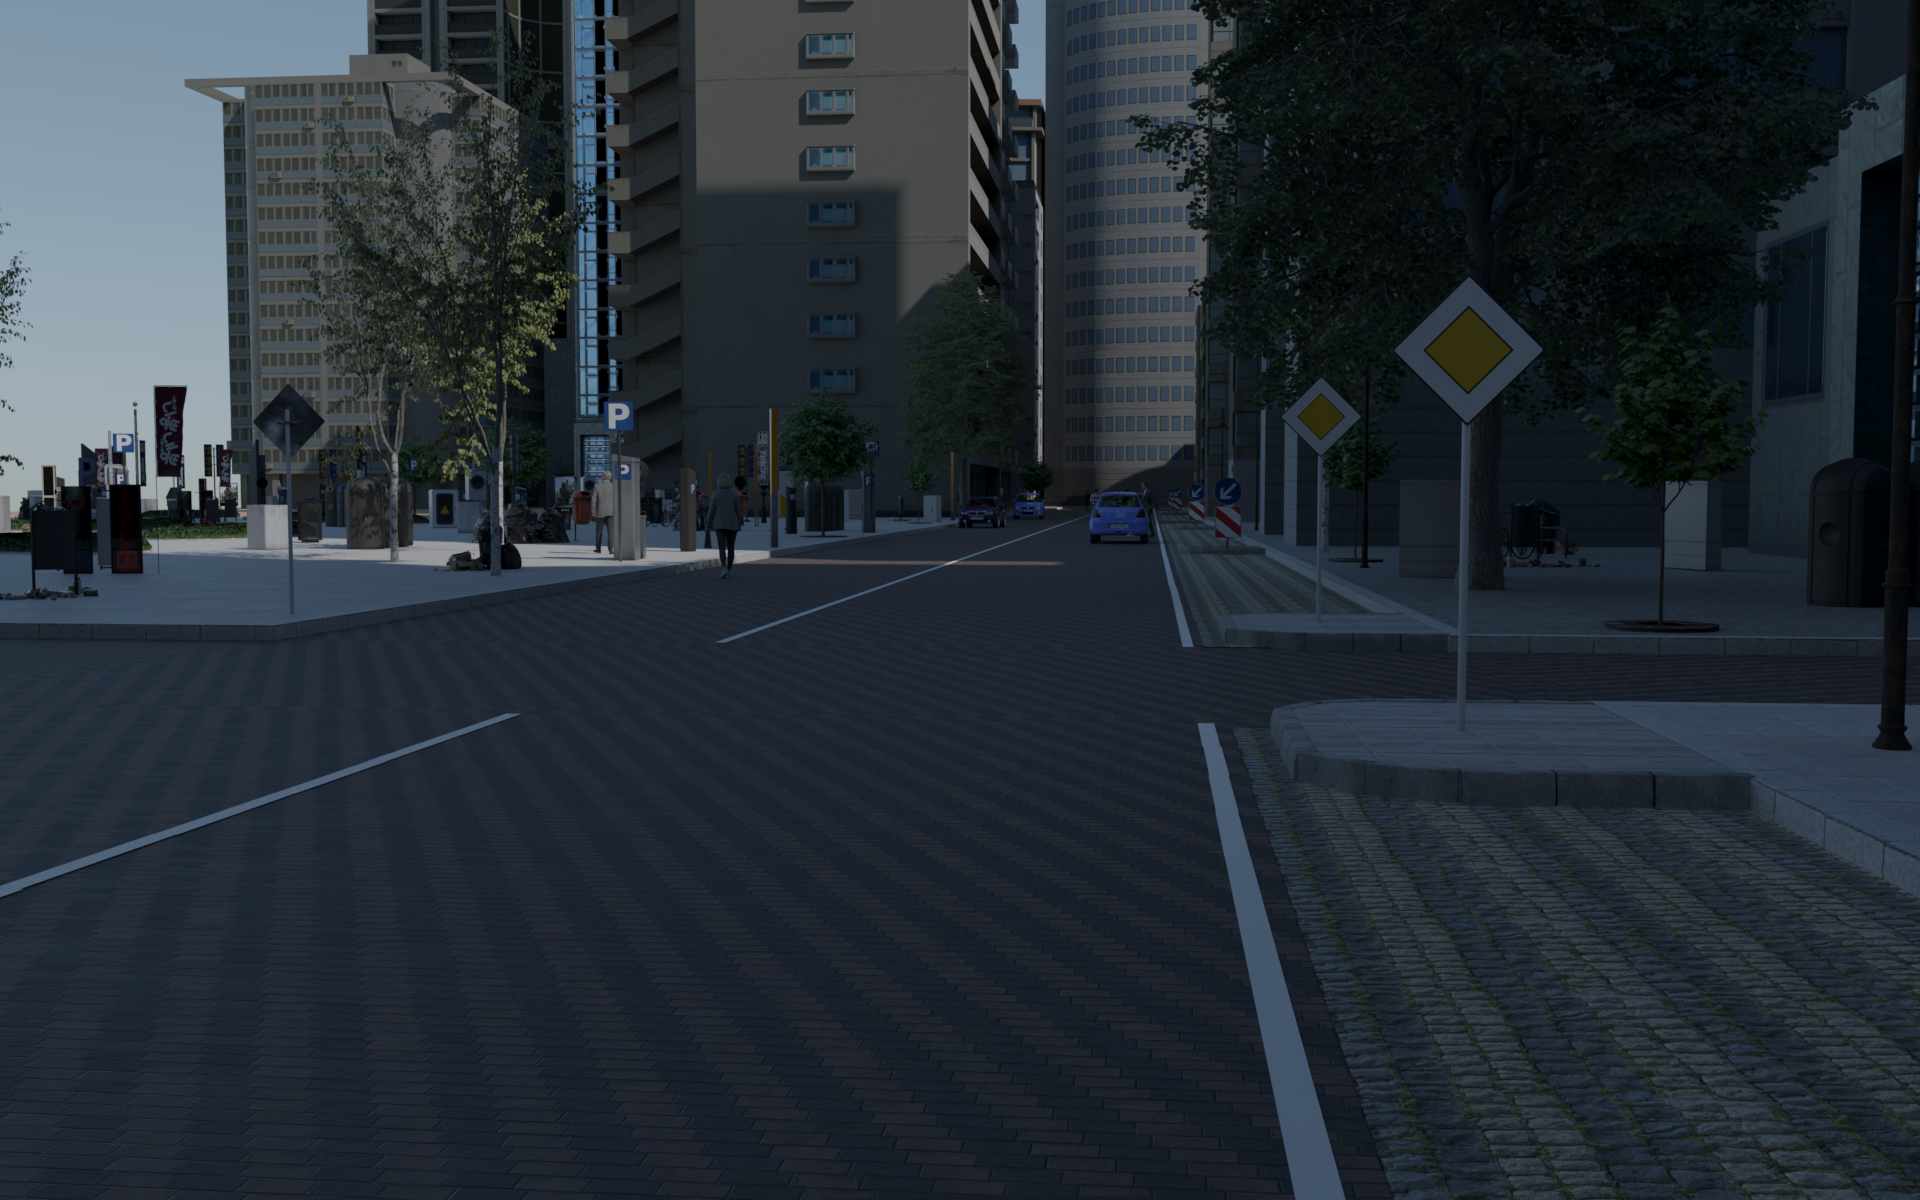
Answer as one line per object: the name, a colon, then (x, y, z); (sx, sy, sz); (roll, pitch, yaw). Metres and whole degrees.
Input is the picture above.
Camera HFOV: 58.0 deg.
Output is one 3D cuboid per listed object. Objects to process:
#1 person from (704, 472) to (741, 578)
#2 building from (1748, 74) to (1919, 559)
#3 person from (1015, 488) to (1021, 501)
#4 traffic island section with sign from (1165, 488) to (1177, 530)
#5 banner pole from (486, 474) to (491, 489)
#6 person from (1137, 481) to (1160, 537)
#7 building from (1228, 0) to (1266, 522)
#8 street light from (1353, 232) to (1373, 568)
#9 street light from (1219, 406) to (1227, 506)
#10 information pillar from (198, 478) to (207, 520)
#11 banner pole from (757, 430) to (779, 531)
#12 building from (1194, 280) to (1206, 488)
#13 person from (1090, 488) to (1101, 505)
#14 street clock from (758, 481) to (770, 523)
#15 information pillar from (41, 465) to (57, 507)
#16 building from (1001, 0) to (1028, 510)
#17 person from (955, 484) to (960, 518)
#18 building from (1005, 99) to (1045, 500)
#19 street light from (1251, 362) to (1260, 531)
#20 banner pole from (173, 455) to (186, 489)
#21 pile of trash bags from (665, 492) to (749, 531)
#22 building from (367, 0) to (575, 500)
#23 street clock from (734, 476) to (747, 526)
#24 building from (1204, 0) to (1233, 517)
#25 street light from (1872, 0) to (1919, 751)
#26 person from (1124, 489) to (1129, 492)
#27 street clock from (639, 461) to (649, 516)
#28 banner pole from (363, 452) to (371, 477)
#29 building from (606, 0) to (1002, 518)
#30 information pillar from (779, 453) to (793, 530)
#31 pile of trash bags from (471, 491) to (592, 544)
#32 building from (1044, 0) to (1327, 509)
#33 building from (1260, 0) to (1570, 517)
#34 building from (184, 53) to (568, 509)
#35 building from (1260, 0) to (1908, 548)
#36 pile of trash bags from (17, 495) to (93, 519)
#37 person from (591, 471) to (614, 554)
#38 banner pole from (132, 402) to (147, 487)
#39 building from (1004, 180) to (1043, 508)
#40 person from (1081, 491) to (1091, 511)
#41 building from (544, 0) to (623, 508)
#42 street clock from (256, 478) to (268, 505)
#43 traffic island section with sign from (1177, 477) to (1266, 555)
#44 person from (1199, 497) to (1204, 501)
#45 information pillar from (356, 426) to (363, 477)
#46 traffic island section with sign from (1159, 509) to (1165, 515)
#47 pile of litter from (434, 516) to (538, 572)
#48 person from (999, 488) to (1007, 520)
person: (-4.090, -1.282, 29.644); (0.709, 1.800, 0.728); (-1, 4, -14)
building: (29.954, -43.466, 23.347); (31.000, 86.520, 22.319); (0, 4, 6)
person: (4.100, -7.111, 122.969); (0.621, 1.740, 0.551); (-3, 5, -43)
traffic island section with sign: (9.336, -3.710, 69.279); (1.989, 1.847, 2.006); (0, 4, 6)
banner pole: (-25.771, -6.448, 95.437); (0.863, 3.779, 0.401); (1, 4, 10)
person: (6.140, -2.995, 57.240); (0.755, 1.850, 0.659); (-1, 4, -20)
building: (20.111, -19.088, 83.792); (14.160, 30.474, 14.107); (0, 4, 6)
street light: (7.013, -3.490, 29.855); (0.468, 5.910, 1.993); (0, 4, 6)
street light: (13.775, -7.228, 90.971); (0.468, 5.910, 1.993); (0, 4, 6)
information pillar: (-35.051, -4.630, 80.192); (0.304, 2.012, 0.304); (-1, 4, -10)
banner pole: (-6.680, -4.274, 59.901); (0.863, 3.779, 0.401); (2, 4, 28)
building: (34.852, -18.744, 151.509); (27.650, 21.520, 28.899); (0, 4, 6)
person: (6.379, -4.399, 81.255); (0.563, 1.720, 0.643); (1, 4, 9)
street clock: (-8.594, -4.357, 75.808); (0.471, 2.002, 0.358); (-3, 4, -39)
information pillar: (-23.077, -2.411, 43.916); (0.304, 2.012, 0.304); (-1, 4, -21)
building: (-7.274, -31.266, 130.813); (23.786, 49.044, 30.456); (0, 4, 6)
person: (-0.057, -5.249, 91.828); (0.822, 1.834, 0.622); (-2, 4, -30)
building: (-5.078, -32.636, 188.217); (28.867, 44.769, 22.147); (0, 4, 6)
street light: (10.414, -5.373, 60.642); (0.468, 5.910, 1.993); (0, 4, 6)
banner pole: (-43.840, -6.549, 97.097); (0.863, 3.779, 0.401); (0, 4, -1)
pile of trash bags: (-8.513, -3.136, 61.021); (1.912, 1.369, 3.447); (2, 4, 26)
building: (-51.782, -46.073, 191.538); (20.611, 71.187, 20.563); (0, 4, 6)
street clock: (-8.933, -4.037, 70.575); (0.471, 2.002, 0.358); (1, 4, 17)
building: (21.540, -25.568, 101.628); (14.154, 41.232, 14.086); (0, 4, 6)
street light: (4.703, -2.188, 8.562); (0.468, 5.910, 1.993); (0, 4, 6)
person: (9.605, -5.618, 101.174); (0.721, 1.723, 1.217); (2, 4, 24)
street clock: (-7.136, -2.069, 38.399); (0.471, 2.002, 0.358); (2, 4, 34)
banner pole: (-32.246, -6.360, 94.006); (0.863, 3.779, 0.401); (-1, 4, -15)
building: (-8.990, -29.415, 104.634); (21.300, 48.544, 21.600); (0, 4, 6)
information pillar: (-6.231, -4.337, 62.268); (0.504, 3.616, 0.183); (-1, 4, -13)
pile of trash bags: (-11.109, -2.209, 45.877); (1.912, 1.369, 3.447); (3, 4, 36)
building: (23.340, -39.335, 185.127); (28.212, 58.520, 21.231); (0, 4, 6)
building: (28.294, -35.449, 121.598); (21.231, 58.520, 28.212); (0, 4, 6)
building: (-51.071, -28.571, 159.019); (23.993, 40.220, 32.217); (0, 4, 6)
building: (20.233, -31.293, 53.644); (21.231, 58.520, 28.212); (0, 4, 6)
pile of trash bags: (-42.137, -4.340, 80.709); (3.447, 1.369, 1.912); (0, 4, 1)
person: (-7.608, -1.877, 37.122); (0.661, 1.777, 0.834); (-2, 4, -27)
banner pole: (-22.297, -3.479, 46.893); (0.401, 3.779, 0.863); (-1, 4, -22)
building: (0.605, -23.894, 162.364); (14.107, 30.474, 14.160); (0, 4, 6)
person: (10.658, -8.281, 144.726); (1.217, 1.723, 0.721); (2, 4, 24)
building: (-22.358, -51.778, 159.243); (31.000, 86.520, 22.319); (0, 4, 6)
street clock: (-30.550, -4.359, 75.833); (0.471, 2.002, 0.358); (-2, 4, -29)
traffic island section with sign: (6.317, -2.026, 41.749); (1.989, 1.847, 2.006); (0, 4, 6)
person: (16.298, -6.755, 117.160); (0.551, 1.740, 0.621); (-3, 5, -44)
information pillar: (-20.610, -4.168, 59.497); (0.183, 3.616, 0.504); (0, 4, -5)
traffic island section with sign: (14.838, -6.773, 119.366); (1.989, 1.847, 2.006); (0, 4, 6)
pile of litter: (-8.178, -0.945, 29.412); (1.719, 0.858, 1.176); (-3, 5, -43)
person: (2.218, -5.042, 91.363); (0.576, 1.772, 0.534); (1, 4, 16)
